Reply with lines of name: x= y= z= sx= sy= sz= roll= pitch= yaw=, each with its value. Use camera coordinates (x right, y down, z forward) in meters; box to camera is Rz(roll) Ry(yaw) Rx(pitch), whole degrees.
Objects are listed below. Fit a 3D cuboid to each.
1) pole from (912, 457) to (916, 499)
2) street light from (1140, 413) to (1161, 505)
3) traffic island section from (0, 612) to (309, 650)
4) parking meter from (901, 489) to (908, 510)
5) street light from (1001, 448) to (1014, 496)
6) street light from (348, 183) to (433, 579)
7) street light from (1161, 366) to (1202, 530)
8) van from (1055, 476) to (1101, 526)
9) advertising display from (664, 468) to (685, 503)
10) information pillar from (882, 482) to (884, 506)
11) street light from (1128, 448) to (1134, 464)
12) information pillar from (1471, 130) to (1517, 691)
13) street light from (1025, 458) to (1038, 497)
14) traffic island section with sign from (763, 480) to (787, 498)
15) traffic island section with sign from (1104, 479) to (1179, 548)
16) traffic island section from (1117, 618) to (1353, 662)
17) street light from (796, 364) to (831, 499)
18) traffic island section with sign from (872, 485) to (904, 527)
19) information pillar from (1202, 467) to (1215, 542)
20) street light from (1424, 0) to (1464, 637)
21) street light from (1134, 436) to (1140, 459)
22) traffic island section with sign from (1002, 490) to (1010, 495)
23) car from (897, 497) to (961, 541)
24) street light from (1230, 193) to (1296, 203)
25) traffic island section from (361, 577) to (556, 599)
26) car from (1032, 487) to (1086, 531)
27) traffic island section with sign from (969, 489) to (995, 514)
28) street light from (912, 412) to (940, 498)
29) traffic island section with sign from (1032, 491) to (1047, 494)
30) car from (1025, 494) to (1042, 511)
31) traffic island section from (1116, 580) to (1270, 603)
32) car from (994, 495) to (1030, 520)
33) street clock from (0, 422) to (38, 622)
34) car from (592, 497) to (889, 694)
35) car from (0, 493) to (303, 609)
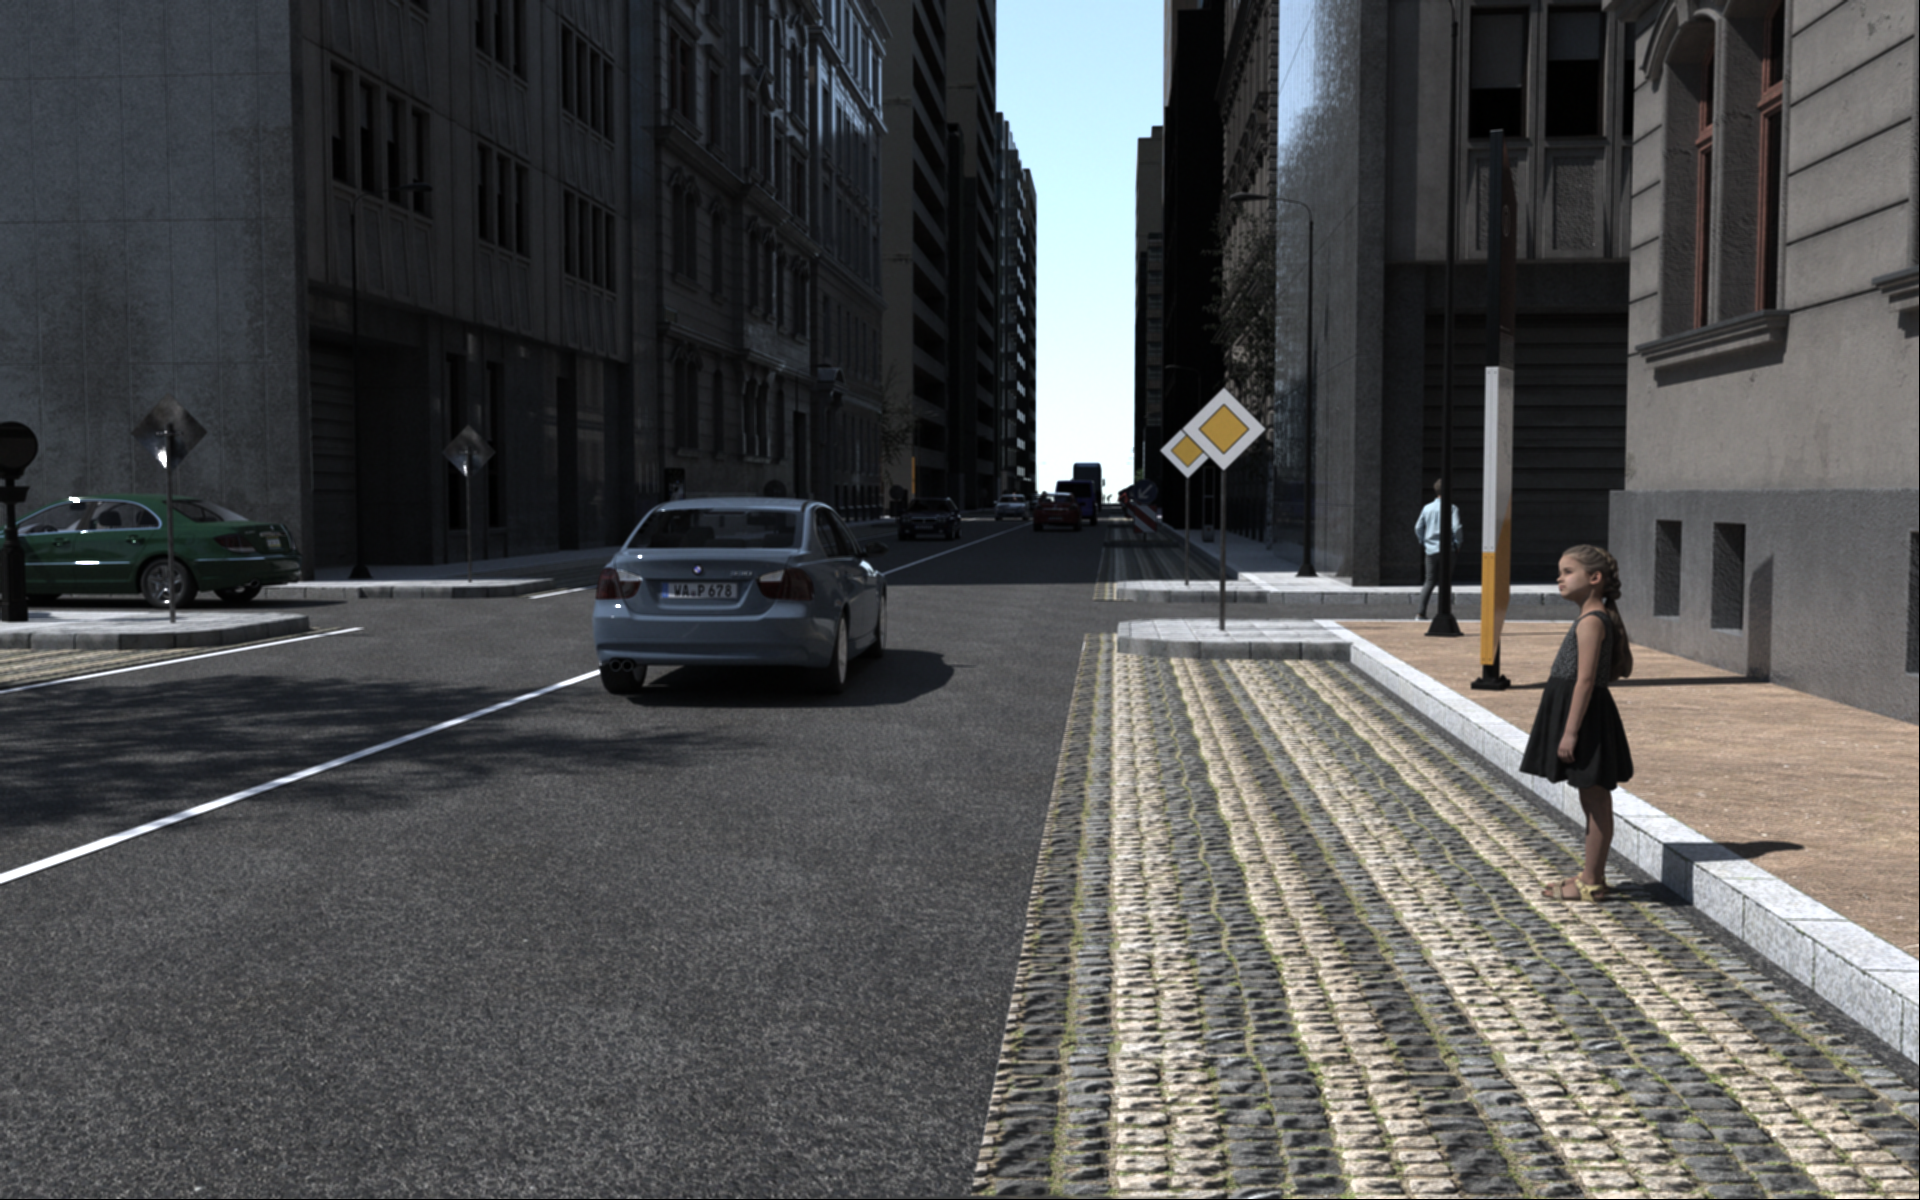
pole: x=-2.533 y=-6.198 z=95.186 sx=0.158 sy=3.312 sz=0.155 roll=0 pitch=3 yaw=0
street light: x=11.651 y=-7.985 z=103.103 sx=1.470 sy=5.913 sz=1.316 roll=0 pitch=4 yaw=5
traffic island section: x=-7.860 y=0.308 z=17.248 sx=2.009 sy=0.180 sz=2.903 roll=0 pitch=4 yaw=5
parking meter: x=-2.923 y=-5.052 z=91.011 sx=0.372 sy=1.533 sz=0.369 roll=0 pitch=3 yaw=0
street light: x=4.683 y=-12.333 z=174.188 sx=1.470 sy=5.913 sz=1.316 roll=0 pitch=4 yaw=5
street light: x=-8.563 y=-3.273 z=26.060 sx=1.470 sy=5.913 sz=1.316 roll=0 pitch=4 yaw=5
street light: x=8.117 y=-5.512 z=62.666 sx=1.470 sy=5.913 sz=1.316 roll=0 pitch=4 yaw=5
van: x=5.392 y=-4.639 z=80.239 sx=2.240 sy=2.365 sz=5.245 roll=0 pitch=4 yaw=6
advertising display: x=-7.019 y=-2.289 z=42.640 sx=0.123 sy=1.923 sz=0.974 roll=1 pitch=4 yaw=15
information pillar: x=-4.368 y=-5.609 z=96.200 sx=0.304 sy=2.012 sz=0.304 roll=-1 pitch=4 yaw=-12
street light: x=18.999 y=-13.036 z=185.683 sx=1.470 sy=5.913 sz=1.316 roll=0 pitch=4 yaw=5
information pillar: x=3.559 y=-1.228 z=11.440 sx=0.183 sy=3.616 sz=0.504 roll=2 pitch=4 yaw=29
street light: x=8.862 y=-15.146 z=220.170 sx=1.470 sy=5.913 sz=1.316 roll=0 pitch=4 yaw=5
traffic island section with sign: x=-5.139 y=-2.393 z=47.756 sx=1.989 sy=1.847 sz=2.006 roll=0 pitch=4 yaw=5
traffic island section with sign: x=4.901 y=-2.346 z=46.987 sx=1.989 sy=1.847 sz=2.006 roll=0 pitch=4 yaw=5
traffic island section: x=2.490 y=0.364 z=16.324 sx=2.009 sy=0.180 sz=2.903 roll=0 pitch=4 yaw=5
street light: x=-5.293 y=-5.468 z=61.935 sx=1.470 sy=5.913 sz=1.316 roll=0 pitch=4 yaw=5
traffic island section with sign: x=-2.722 y=-4.051 z=74.866 sx=1.989 sy=1.847 sz=2.006 roll=0 pitch=4 yaw=5
information pillar: x=6.636 y=-2.556 z=46.279 sx=0.304 sy=2.012 sz=0.304 roll=0 pitch=4 yaw=3
street light: x=3.852 y=-2.633 z=15.585 sx=1.470 sy=5.913 sz=1.316 roll=0 pitch=4 yaw=5
street light: x=14.907 y=-10.177 z=138.939 sx=1.470 sy=5.913 sz=1.316 roll=0 pitch=4 yaw=5
traffic island section with sign: x=4.096 y=-8.732 z=151.400 sx=1.989 sy=1.847 sz=2.006 roll=0 pitch=4 yaw=5
car: x=-0.943 y=-2.568 z=54.570 sx=1.945 sy=1.354 sz=3.894 roll=0 pitch=4 yaw=5
street light: x=4.859 y=-3.320 z=26.830 sx=1.470 sy=5.913 sz=1.316 roll=0 pitch=4 yaw=5
traffic island section: x=-7.150 y=-0.179 z=25.202 sx=2.009 sy=0.180 sz=2.903 roll=0 pitch=4 yaw=5
car: x=3.857 y=-3.609 z=68.053 sx=2.155 sy=1.783 sz=4.494 roll=0 pitch=4 yaw=6
traffic island section with sign: x=1.708 y=-7.090 z=124.550 sx=1.989 sy=1.847 sz=2.006 roll=0 pitch=4 yaw=5
street light: x=-1.863 y=-7.878 z=101.348 sx=1.470 sy=5.913 sz=1.316 roll=0 pitch=4 yaw=5
traffic island section with sign: x=9.027 y=-12.111 z=206.635 sx=1.989 sy=1.847 sz=2.006 roll=0 pitch=4 yaw=5
car: x=5.734 y=-7.525 z=132.815 sx=2.009 sy=1.686 sz=4.222 roll=0 pitch=4 yaw=4
traffic island section: x=3.200 y=-0.122 z=24.277 sx=2.009 sy=0.180 sz=2.903 roll=0 pitch=4 yaw=5
car: x=2.891 y=-5.106 z=95.481 sx=2.014 sy=1.417 sz=4.499 roll=0 pitch=4 yaw=5
street clock: x=-9.532 y=-0.785 z=17.401 sx=0.358 sy=2.002 sz=0.471 roll=3 pitch=5 yaw=39
car: x=-1.620 y=-0.106 z=13.737 sx=2.014 sy=1.417 sz=4.499 roll=0 pitch=4 yaw=3
car: x=-11.121 y=-0.657 z=22.542 sx=4.920 sy=1.459 sz=2.131 roll=0 pitch=4 yaw=7
